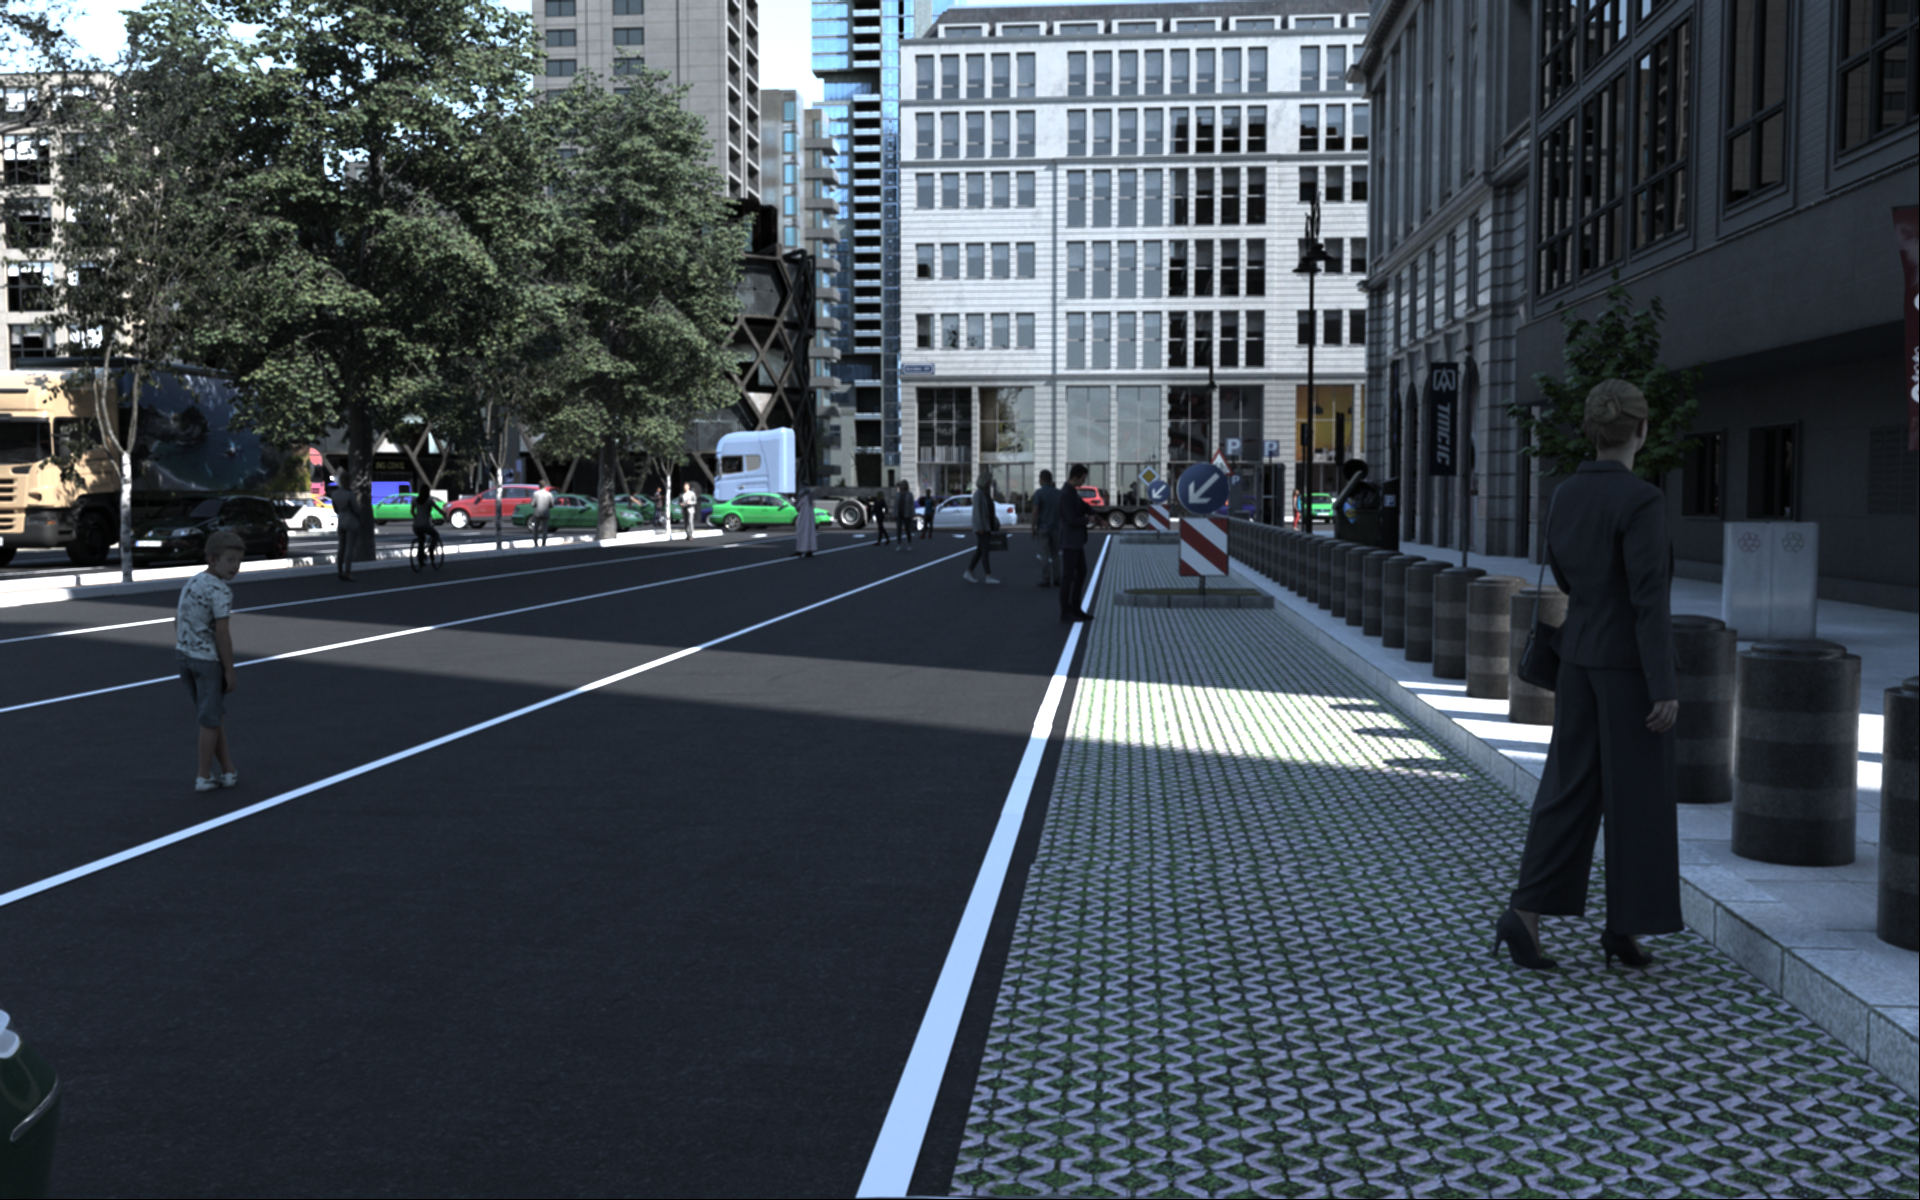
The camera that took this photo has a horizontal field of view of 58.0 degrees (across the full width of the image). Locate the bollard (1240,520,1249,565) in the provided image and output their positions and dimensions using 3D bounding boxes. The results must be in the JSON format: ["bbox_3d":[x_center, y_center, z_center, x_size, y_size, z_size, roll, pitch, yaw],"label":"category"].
[{"bbox_3d":[5.336,-1.015,31.318,0.404,0.777,0.398,0,3,0],"label":"bollard"}]

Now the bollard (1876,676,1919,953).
[{"bbox_3d":[2.846,0.598,4.933,0.404,0.777,0.398,0,3,0],"label":"bollard"}]

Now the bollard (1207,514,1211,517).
[{"bbox_3d":[6.469,-1.751,43.352,0.404,0.777,0.398,0,3,0],"label":"bollard"}]

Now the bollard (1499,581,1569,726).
[{"bbox_3d":[3.298,0.305,9.738,0.404,0.777,0.398,0,3,0],"label":"bollard"}]

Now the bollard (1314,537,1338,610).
[{"bbox_3d":[4.203,-0.282,19.322,0.404,0.777,0.398,0,3,0],"label":"bollard"}]

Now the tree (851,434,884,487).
[{"bbox_3d":[-11.157,-15.552,204.643,4.360,8.622,3.978,0,3,0],"label":"tree"}]

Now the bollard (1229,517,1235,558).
[{"bbox_3d":[5.677,-1.236,34.919,0.404,0.777,0.398,0,3,0],"label":"bollard"}]

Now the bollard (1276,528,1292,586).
[{"bbox_3d":[4.655,-0.575,24.125,0.404,0.777,0.398,0,3,0],"label":"bollard"}]

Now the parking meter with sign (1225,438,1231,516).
[{"bbox_3d":[8.383,-3.466,52.931,0.543,3.016,1.738,0,4,7],"label":"parking meter with sign"}]

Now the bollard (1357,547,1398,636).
[{"bbox_3d":[3.866,-0.062,15.728,0.404,0.777,0.398,0,3,0],"label":"bollard"}]

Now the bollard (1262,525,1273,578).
[{"bbox_3d":[4.883,-0.723,26.530,0.404,0.777,0.398,0,3,0],"label":"bollard"}]

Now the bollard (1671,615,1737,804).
[{"bbox_3d":[3.069,0.451,7.339,0.404,0.777,0.398,0,3,0],"label":"bollard"}]

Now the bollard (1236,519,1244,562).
[{"bbox_3d":[5.449,-1.089,32.527,0.404,0.777,0.398,0,3,0],"label":"bollard"}]

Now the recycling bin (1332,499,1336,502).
[{"bbox_3d":[19.997,-4.992,94.171,0.722,1.027,0.722,2,4,32],"label":"recycling bin"}]

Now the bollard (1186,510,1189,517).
[{"bbox_3d":[8.057,-2.779,60.146,0.404,0.777,0.398,0,3,0],"label":"bollard"}]

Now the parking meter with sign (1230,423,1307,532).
[{"bbox_3d":[7.703,-2.861,43.042,1.738,3.016,0.543,1,4,19],"label":"parking meter with sign"}]

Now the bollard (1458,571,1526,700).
[{"bbox_3d":[3.409,0.231,10.942,0.404,0.777,0.398,0,3,0],"label":"bollard"}]

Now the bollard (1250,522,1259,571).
[{"bbox_3d":[5.110,-0.869,28.923,0.404,0.777,0.398,0,3,0],"label":"bollard"}]

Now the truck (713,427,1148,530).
[{"bbox_3d":[-1.232,-4.922,70.235,18.799,4.110,2.967,0,4,4],"label":"truck"}]

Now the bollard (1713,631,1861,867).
[{"bbox_3d":[2.956,0.525,6.130,0.404,0.777,0.398,0,3,0],"label":"bollard"}]

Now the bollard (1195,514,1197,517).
[{"bbox_3d":[7.155,-2.191,50.532,0.404,0.777,0.398,0,3,0],"label":"bollard"}]

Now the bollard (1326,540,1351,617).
[{"bbox_3d":[4.092,-0.208,18.126,0.404,0.777,0.398,0,3,0],"label":"bollard"}]

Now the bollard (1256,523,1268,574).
[{"bbox_3d":[4.997,-0.796,27.727,0.404,0.777,0.398,0,3,0],"label":"bollard"}]

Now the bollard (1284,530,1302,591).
[{"bbox_3d":[4.544,-0.502,22.928,0.404,0.777,0.398,0,3,0],"label":"bollard"}]

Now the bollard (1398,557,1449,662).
[{"bbox_3d":[3.635,0.084,13.336,0.404,0.777,0.398,0,3,0],"label":"bollard"}]

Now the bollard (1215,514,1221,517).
[{"bbox_3d":[6.133,-1.530,39.739,0.404,0.777,0.398,0,3,0],"label":"bollard"}]

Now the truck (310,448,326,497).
[{"bbox_3d":[-37.047,-5.985,86.769,11.283,4.237,2.839,0,4,4],"label":"truck"}]

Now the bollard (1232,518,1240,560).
[{"bbox_3d":[5.565,-1.162,33.723,0.404,0.777,0.398,0,3,0],"label":"bollard"}]

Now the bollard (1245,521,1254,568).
[{"bbox_3d":[5.224,-0.942,30.121,0.404,0.777,0.398,0,3,0],"label":"bollard"}]

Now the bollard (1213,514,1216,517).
[{"bbox_3d":[6.248,-1.604,40.937,0.404,0.777,0.398,0,3,0],"label":"bollard"}]

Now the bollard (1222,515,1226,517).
[{"bbox_3d":[5.901,-1.382,37.312,0.404,0.777,0.398,0,3,0],"label":"bollard"}]

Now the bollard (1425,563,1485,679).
[{"bbox_3d":[3.523,0.158,12.140,0.404,0.777,0.398,0,3,0],"label":"bollard"}]

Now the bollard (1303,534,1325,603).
[{"bbox_3d":[4.318,-0.355,20.519,0.404,0.777,0.398,0,3,0],"label":"bollard"}]

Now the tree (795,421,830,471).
[{"bbox_3d":[-15.587,-13.714,158.641,7.601,10.594,8.767,1,4,10],"label":"tree"}]

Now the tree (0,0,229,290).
[{"bbox_3d":[-13.399,-6.394,17.374,12.009,13.543,11.850,0,3,0],"label":"tree"}]

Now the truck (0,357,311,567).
[{"bbox_3d":[-17.934,-2.986,37.737,2.839,4.237,11.283,0,4,6],"label":"truck"}]

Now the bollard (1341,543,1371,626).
[{"bbox_3d":[3.978,-0.135,16.930,0.404,0.777,0.398,0,3,0],"label":"bollard"}]

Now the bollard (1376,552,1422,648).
[{"bbox_3d":[3.752,0.011,14.532,0.404,0.777,0.398,0,3,0],"label":"bollard"}]

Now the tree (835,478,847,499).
[{"bbox_3d":[-12.659,-11.759,186.866,1.663,3.219,1.824,0,3,0],"label":"tree"}]

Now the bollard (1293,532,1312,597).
[{"bbox_3d":[4.428,-0.428,21.715,0.404,0.777,0.398,0,3,0],"label":"bollard"}]

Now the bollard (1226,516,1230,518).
[{"bbox_3d":[5.788,-1.309,36.116,0.404,0.777,0.398,0,3,0],"label":"bollard"}]

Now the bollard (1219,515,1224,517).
[{"bbox_3d":[6.015,-1.457,38.533,0.404,0.777,0.398,0,3,0],"label":"bollard"}]

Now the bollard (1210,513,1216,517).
[{"bbox_3d":[6.357,-1.677,42.144,0.404,0.777,0.398,0,3,0],"label":"bollard"}]

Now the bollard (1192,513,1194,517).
[{"bbox_3d":[7.378,-2.338,52.936,0.404,0.777,0.398,0,3,0],"label":"bollard"}]

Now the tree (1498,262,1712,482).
[{"bbox_3d":[5.406,-1.227,14.656,1.663,3.219,1.824,0,3,0],"label":"tree"}]

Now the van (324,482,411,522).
[{"bbox_3d":[-31.019,-5.187,89.186,5.245,2.365,2.240,0,4,5],"label":"van"}]

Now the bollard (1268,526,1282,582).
[{"bbox_3d":[4.767,-0.649,25.321,0.404,0.777,0.398,0,3,0],"label":"bollard"}]

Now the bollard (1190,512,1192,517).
[{"bbox_3d":[7.487,-2.411,54.133,0.404,0.777,0.398,0,3,0],"label":"bollard"}]

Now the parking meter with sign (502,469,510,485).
[{"bbox_3d":[-31.445,-7.574,120.095,0.543,3.016,1.738,-1,4,-16],"label":"parking meter with sign"}]

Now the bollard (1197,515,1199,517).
[{"bbox_3d":[7.036,-2.117,49.336,0.404,0.777,0.398,0,3,0],"label":"bollard"}]

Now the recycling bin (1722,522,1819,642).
[{"bbox_3d":[7.149,-0.168,15.306,0.722,1.027,0.722,1,4,21],"label":"recycling bin"}]
